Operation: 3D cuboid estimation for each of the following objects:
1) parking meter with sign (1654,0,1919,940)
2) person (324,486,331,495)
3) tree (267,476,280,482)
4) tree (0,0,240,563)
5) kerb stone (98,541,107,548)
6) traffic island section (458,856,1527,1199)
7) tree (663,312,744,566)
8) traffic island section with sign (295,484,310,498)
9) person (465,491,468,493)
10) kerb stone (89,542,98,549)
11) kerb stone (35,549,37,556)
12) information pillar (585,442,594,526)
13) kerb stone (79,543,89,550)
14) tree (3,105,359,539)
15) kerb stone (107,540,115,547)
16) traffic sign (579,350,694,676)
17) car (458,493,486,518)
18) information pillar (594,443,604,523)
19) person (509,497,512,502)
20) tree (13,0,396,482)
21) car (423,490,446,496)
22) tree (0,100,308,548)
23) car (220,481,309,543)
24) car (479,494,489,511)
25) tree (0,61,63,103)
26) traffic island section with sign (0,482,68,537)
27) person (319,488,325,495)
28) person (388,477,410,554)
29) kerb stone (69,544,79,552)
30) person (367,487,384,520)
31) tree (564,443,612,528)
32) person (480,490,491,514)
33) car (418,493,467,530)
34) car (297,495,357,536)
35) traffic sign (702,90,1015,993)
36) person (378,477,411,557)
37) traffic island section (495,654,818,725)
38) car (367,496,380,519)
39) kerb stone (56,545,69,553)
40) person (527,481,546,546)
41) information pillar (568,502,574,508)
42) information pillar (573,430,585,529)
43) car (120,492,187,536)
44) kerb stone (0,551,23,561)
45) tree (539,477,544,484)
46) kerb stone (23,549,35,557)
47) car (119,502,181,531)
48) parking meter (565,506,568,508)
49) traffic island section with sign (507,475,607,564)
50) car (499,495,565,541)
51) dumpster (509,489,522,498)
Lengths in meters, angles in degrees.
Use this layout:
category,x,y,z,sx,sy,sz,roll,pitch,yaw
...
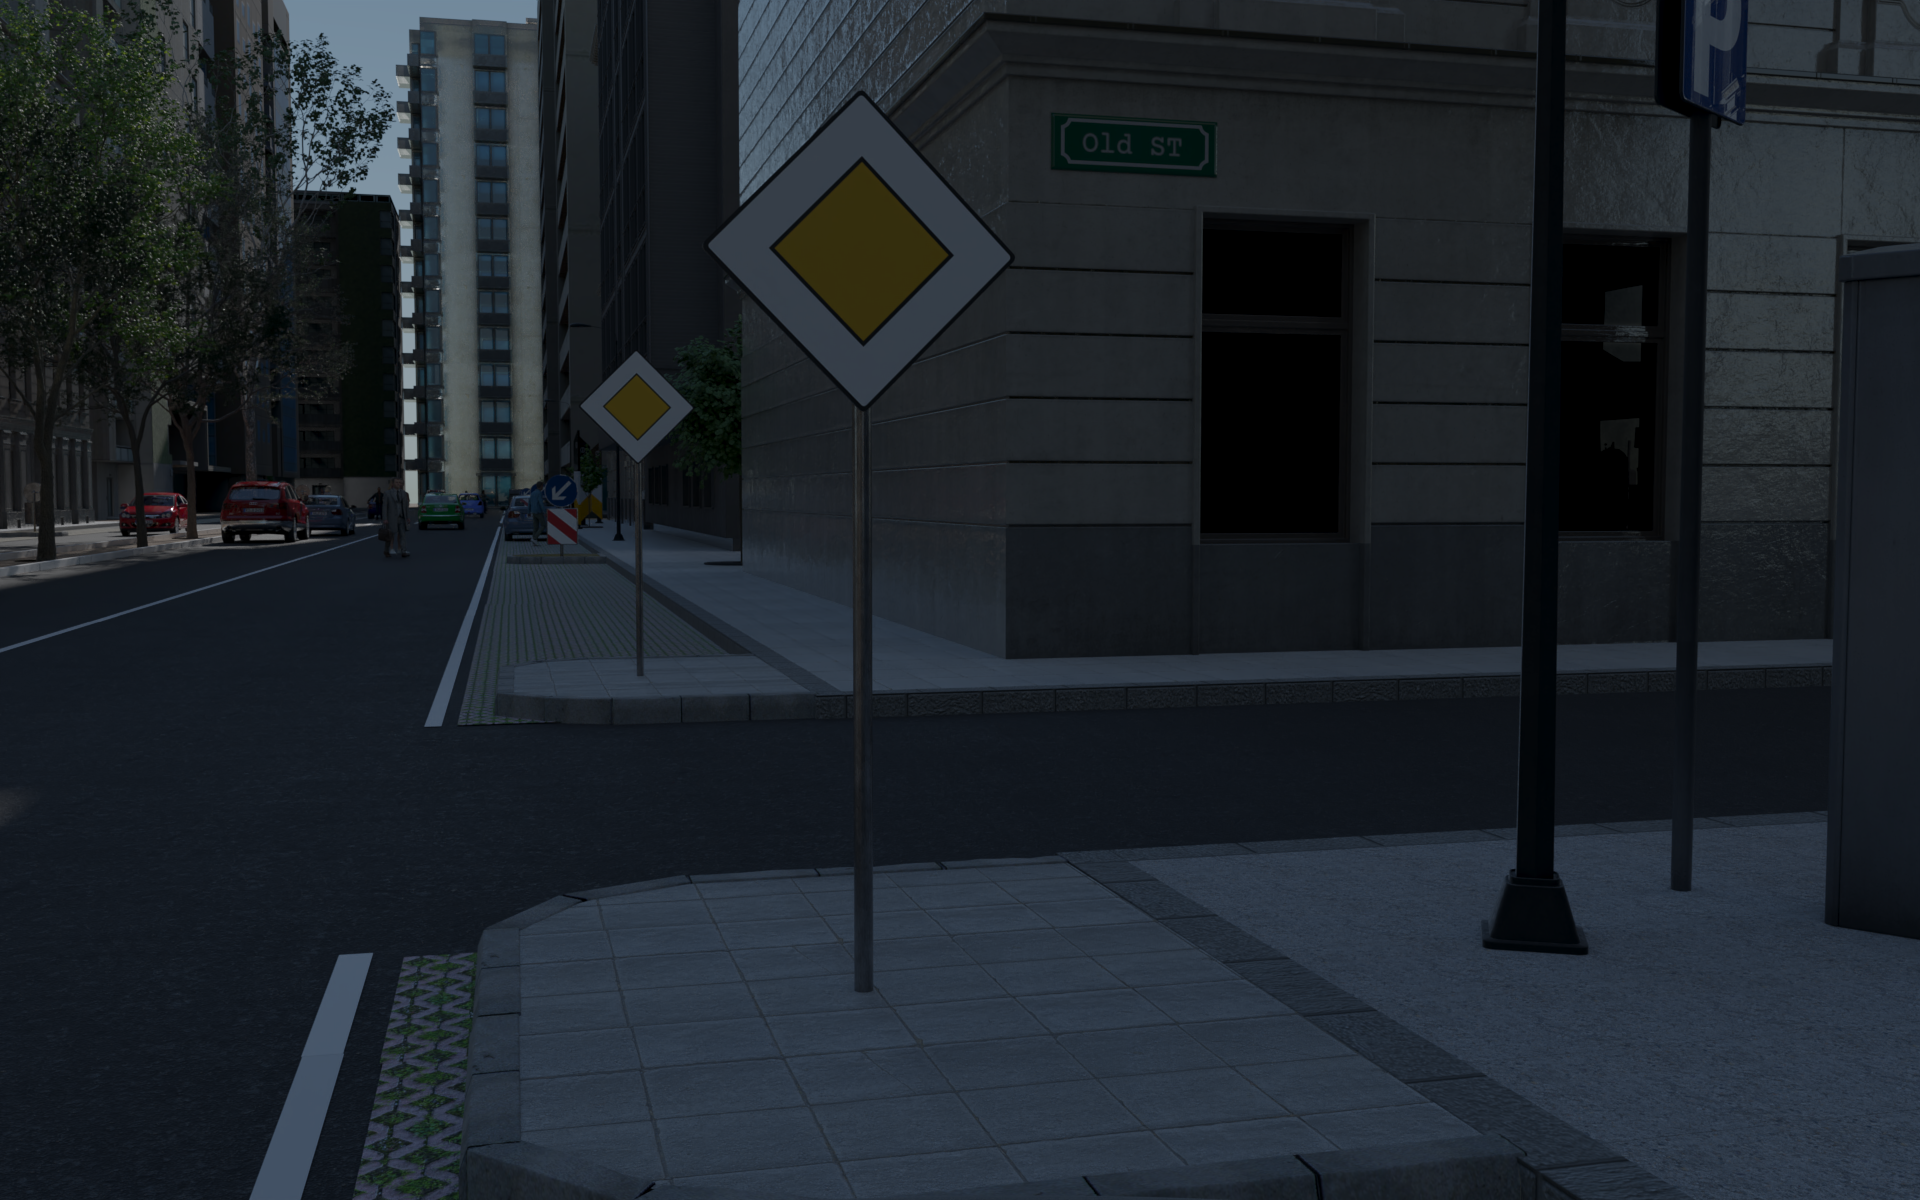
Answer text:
category,x,y,z,sx,sy,sz,roll,pitch,yaw
parking meter with sign,2.942,-0.532,4.963,1.738,3.016,0.543,3,5,43
person,-28.383,-4.219,77.662,0.709,1.800,0.728,3,4,37
tree,-55.149,-8.806,138.580,1.663,3.219,1.824,0,3,0
tree,-19.131,-6.598,36.098,9.928,11.665,9.643,0,3,0
kerb stone,-22.943,-1.453,46.073,0.120,0.150,1.000,-1,4,-14
traffic island section,-0.231,1.088,4.498,2.009,0.180,2.903,-1,4,-14
tree,-4.004,-2.931,31.635,4.285,4.588,4.351,0,3,0
traffic island section with sign,-31.191,-4.518,82.012,2.006,1.907,1.989,-1,4,-14
person,-44.435,-8.947,155.576,0.721,1.735,1.217,1,4,12
kerb stone,-22.688,-1.391,45.075,0.120,0.150,1.000,-1,4,-14
kerb stone,-21.397,-1.096,40.120,0.120,0.150,1.000,-1,4,-14
information pillar,-15.191,-4.814,70.070,0.504,3.616,0.183,-3,5,-40
kerb stone,-22.431,-1.339,44.085,0.120,0.150,1.000,-1,4,-14
tree,-24.314,-8.663,54.462,12.009,13.543,11.850,0,3,0
kerb stone,-23.201,-1.521,47.062,0.120,0.150,1.000,-1,4,-14
traffic sign,-2.257,-0.520,12.145,0.795,2.450,0.064,-1,4,-14
car,-29.733,-5.832,104.948,1.945,1.707,3.694,-1,4,-15
information pillar,-15.883,-5.163,75.768,0.504,3.616,0.183,0,4,3
person,-19.368,-3.814,75.145,0.394,1.301,0.425,-1,4,-17
tree,-28.383,-12.701,66.003,12.611,20.169,13.585,0,3,0
car,-44.982,-8.574,148.864,2.281,1.827,5.304,-1,4,-16
tree,-21.342,-6.620,45.107,8.767,10.594,7.601,-1,4,-14
car,-21.027,-2.680,52.499,2.281,1.827,5.304,-1,4,-14
car,-40.522,-8.143,145.145,2.014,1.417,4.499,-1,4,-14
tree,-17.203,-5.542,27.489,8.767,10.594,7.601,-1,4,-14
traffic island section with sign,-31.288,-3.044,58.393,1.989,1.847,2.006,-1,4,-14
person,-33.753,-5.054,91.795,0.551,1.740,0.621,-2,4,-23
person,-13.486,-2.018,41.463,0.573,1.828,0.580,0,4,-1
kerb stone,-22.173,-1.276,43.095,0.120,0.150,1.000,-1,4,-14
person,-32.060,-5.328,95.640,1.348,1.821,0.705,-1,4,-23
tree,-14.251,-4.358,65.860,1.663,3.219,1.824,0,3,0
person,-34.390,-7.096,125.239,0.721,1.735,1.217,2,4,33
car,-21.242,-3.805,71.013,1.959,1.807,4.718,-1,4,-15
car,-22.115,-2.956,60.328,2.014,1.417,4.499,-1,4,-15
traffic sign,-0.252,-0.047,4.415,0.795,2.450,0.064,-1,4,-14
person,-12.759,-1.870,39.178,0.694,1.812,0.767,-3,5,-44
traffic island section,-2.236,0.615,12.228,2.009,0.180,2.903,-1,4,-14
car,-33.634,-5.418,101.157,1.945,1.354,3.894,-1,4,-16
kerb stone,-21.915,-1.217,42.098,0.120,0.150,1.000,-1,4,-14
person,-11.542,-2.347,47.223,0.444,1.785,0.601,-3,5,-40
information pillar,-15.890,-4.074,71.102,0.304,2.012,0.304,-2,4,-29
information pillar,-14.004,-4.405,63.373,0.183,3.616,0.504,-2,4,-31
car,-28.272,-3.179,61.014,2.155,1.783,4.494,-1,4,-14
kerb stone,-20.890,-0.972,38.138,0.120,0.150,1.000,-1,4,-14
tree,-38.455,-10.151,160.571,1.663,3.219,1.824,0,3,0
kerb stone,-21.147,-1.036,39.128,0.120,0.150,1.000,-1,4,-14
car,-31.480,-3.351,67.363,1.945,1.354,3.894,-1,4,-14
parking meter,-17.619,-4.416,77.918,0.255,1.863,0.399,-1,4,-18
traffic island section with sign,-8.419,-1.677,36.042,1.989,1.847,2.006,-1,4,-14
car,-13.253,-2.553,53.747,2.014,1.417,4.499,-1,4,-14
dumpster,-37.429,-8.506,147.281,1.865,1.857,1.264,-1,4,-15
